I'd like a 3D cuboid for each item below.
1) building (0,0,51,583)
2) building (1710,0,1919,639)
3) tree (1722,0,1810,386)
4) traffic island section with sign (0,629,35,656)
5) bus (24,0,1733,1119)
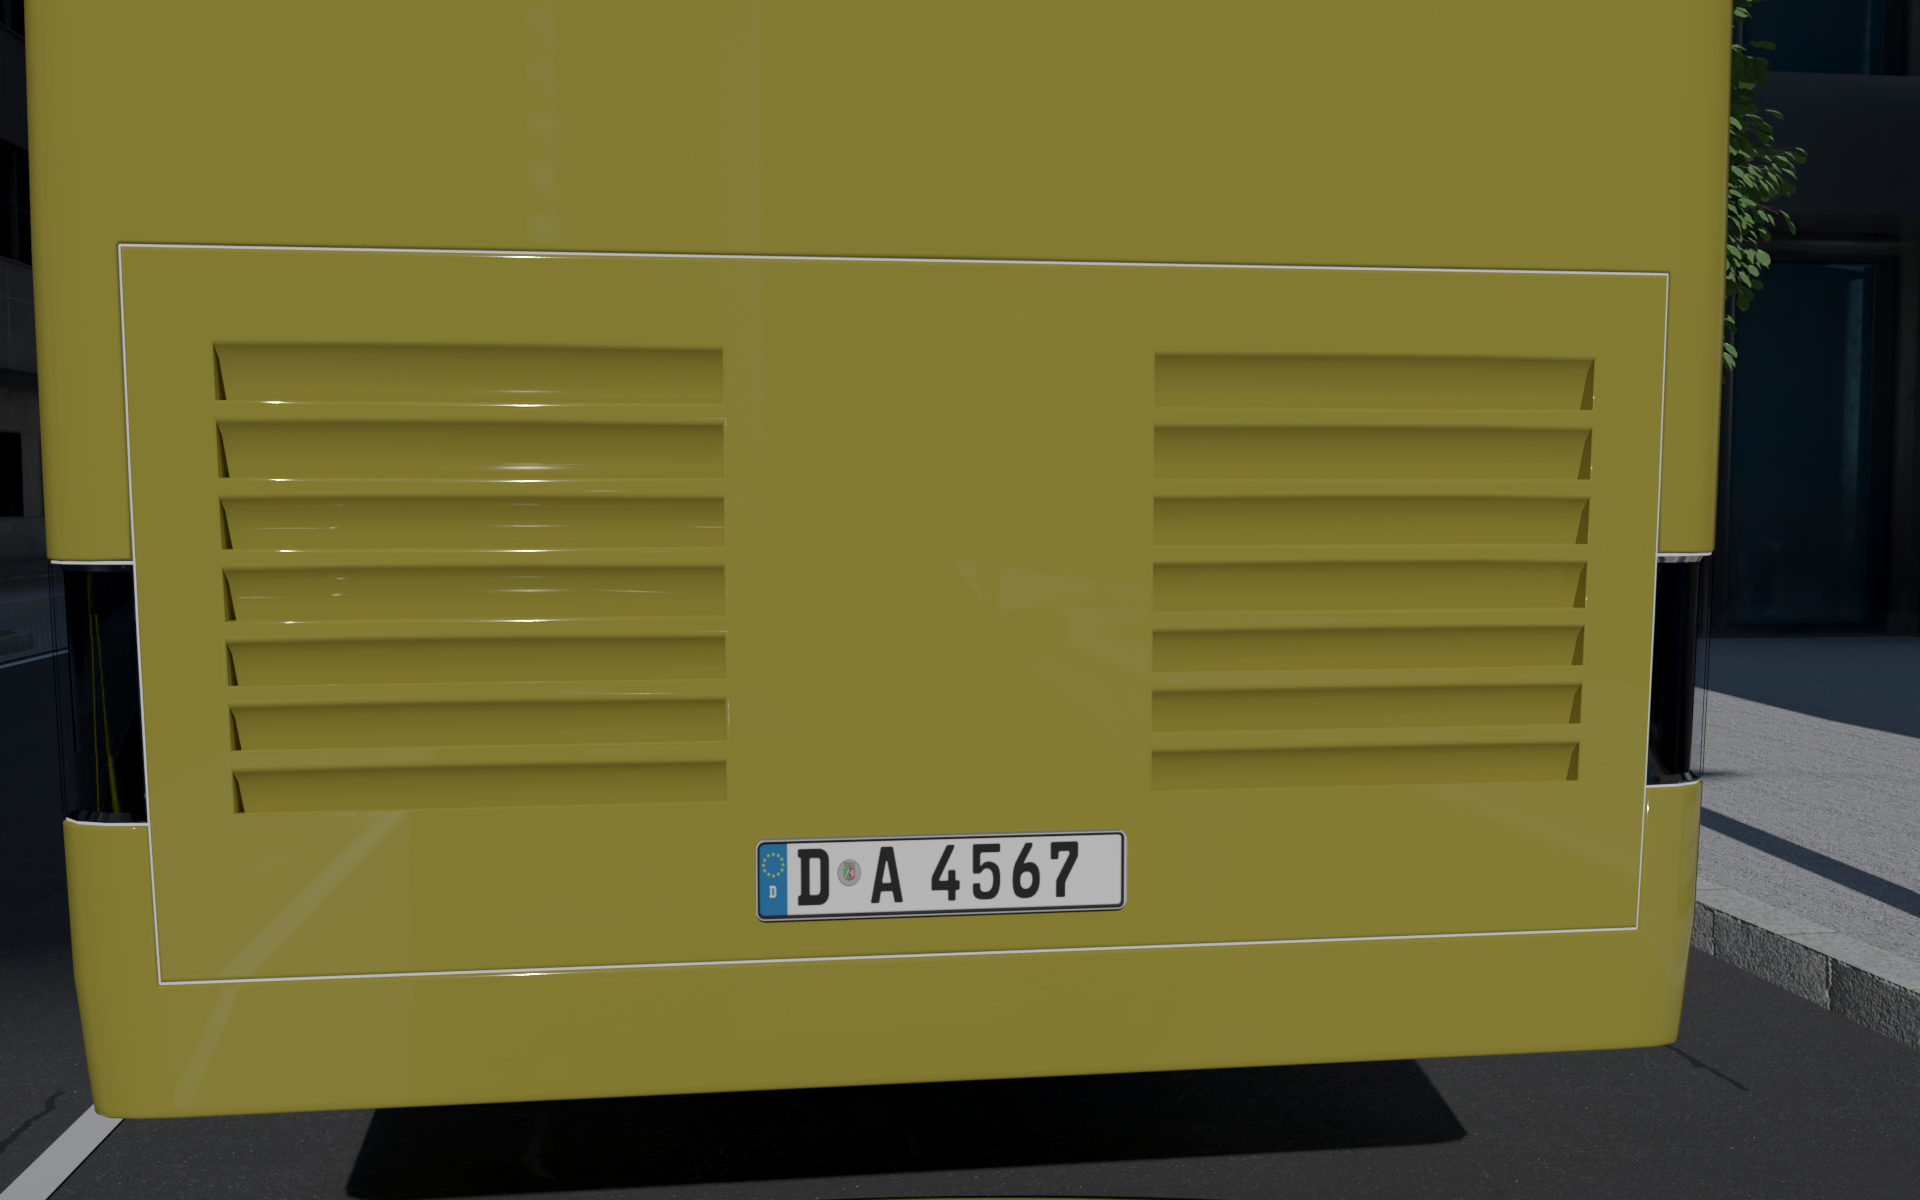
[{"bbox_3d":[-17.720,-11.882,13.342,14.314,24.678,30.058,0,4,-8],"label":"building"},{"bbox_3d":[11.429,-24.949,27.530,23.786,49.044,30.456,0,4,-8],"label":"building"},{"bbox_3d":[3.100,-1.598,9.845,4.285,4.588,4.351,0,3,0],"label":"tree"},{"bbox_3d":[-9.457,-0.410,15.334,1.989,1.847,2.006,0,4,-8],"label":"traffic island section with sign"},{"bbox_3d":[-0.880,-1.038,8.524,2.896,3.916,12.252,0,4,-8],"label":"bus"}]
